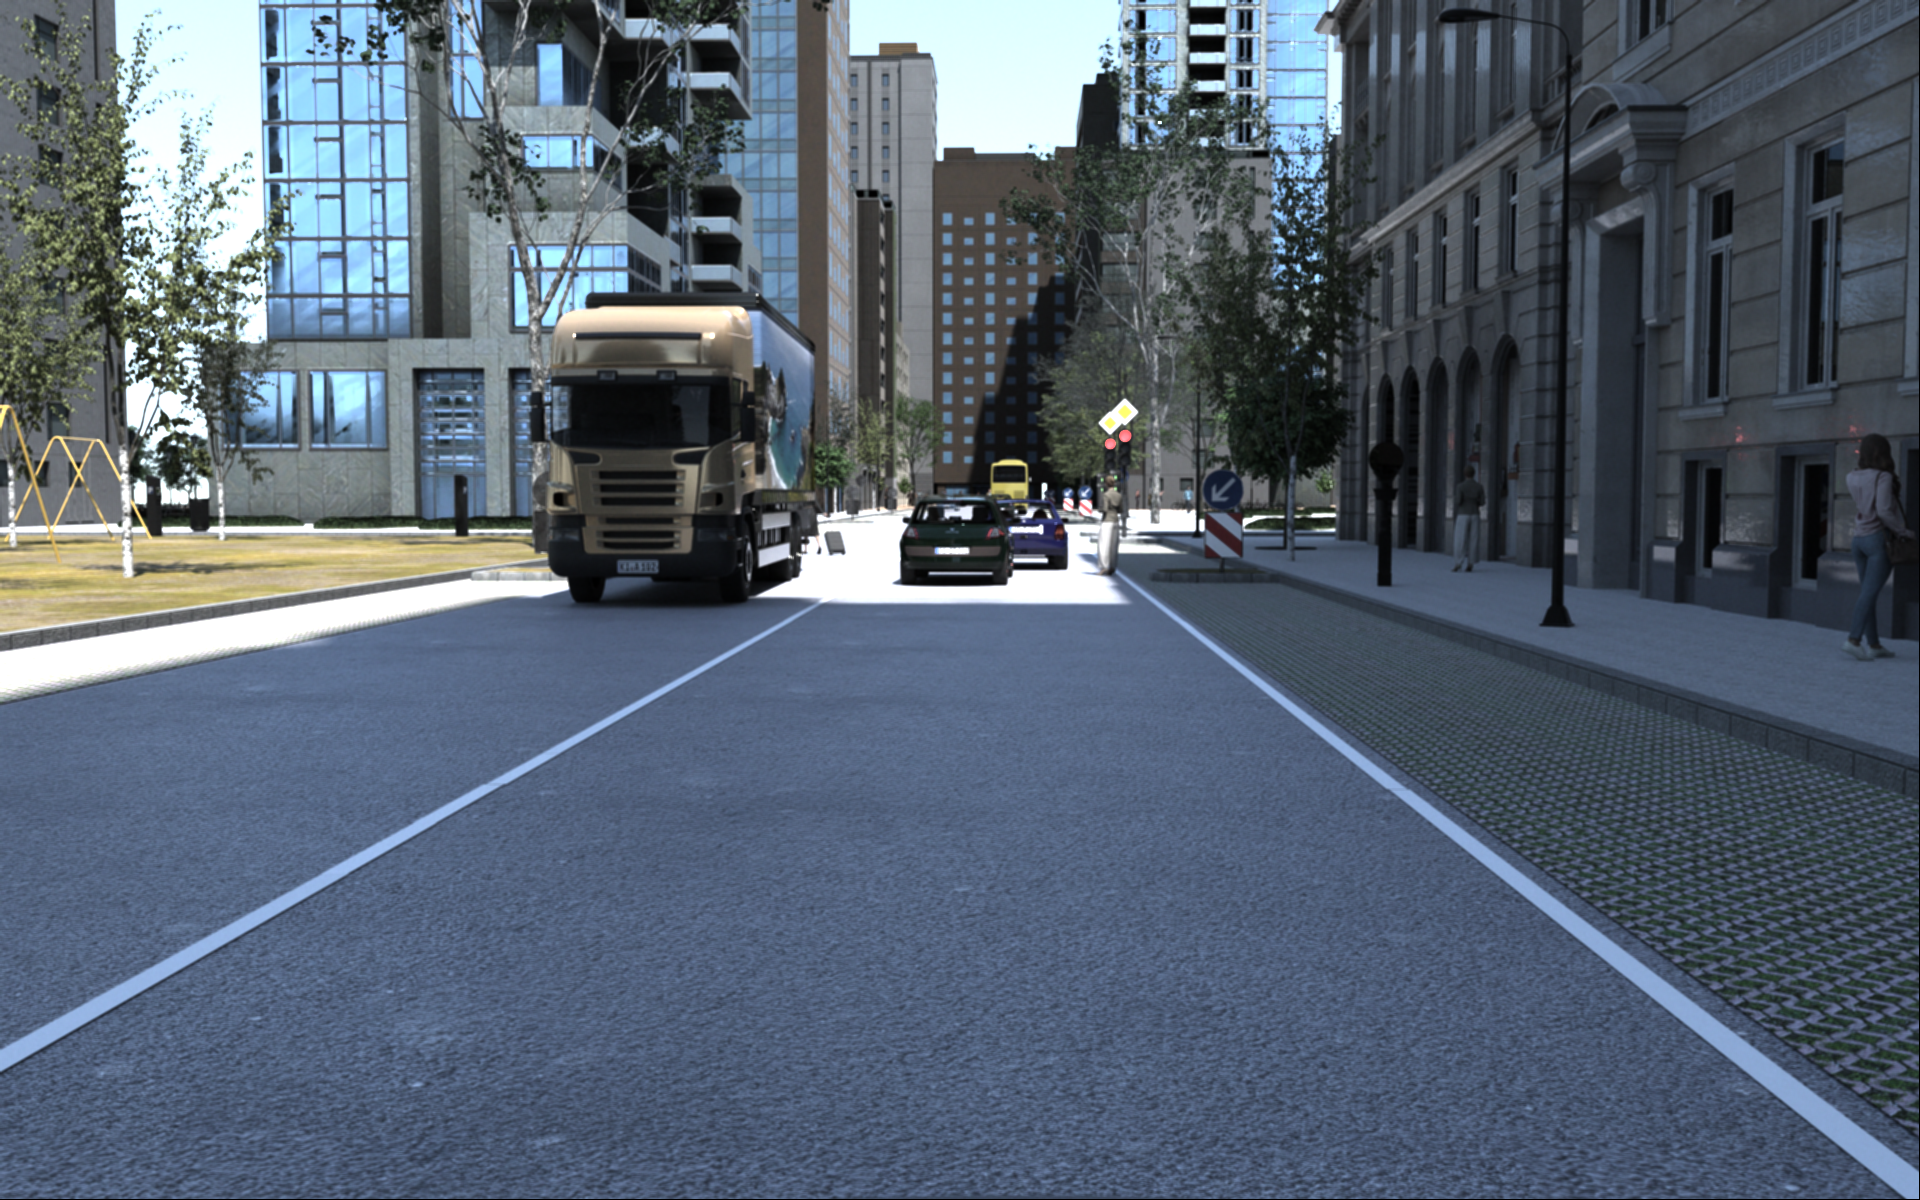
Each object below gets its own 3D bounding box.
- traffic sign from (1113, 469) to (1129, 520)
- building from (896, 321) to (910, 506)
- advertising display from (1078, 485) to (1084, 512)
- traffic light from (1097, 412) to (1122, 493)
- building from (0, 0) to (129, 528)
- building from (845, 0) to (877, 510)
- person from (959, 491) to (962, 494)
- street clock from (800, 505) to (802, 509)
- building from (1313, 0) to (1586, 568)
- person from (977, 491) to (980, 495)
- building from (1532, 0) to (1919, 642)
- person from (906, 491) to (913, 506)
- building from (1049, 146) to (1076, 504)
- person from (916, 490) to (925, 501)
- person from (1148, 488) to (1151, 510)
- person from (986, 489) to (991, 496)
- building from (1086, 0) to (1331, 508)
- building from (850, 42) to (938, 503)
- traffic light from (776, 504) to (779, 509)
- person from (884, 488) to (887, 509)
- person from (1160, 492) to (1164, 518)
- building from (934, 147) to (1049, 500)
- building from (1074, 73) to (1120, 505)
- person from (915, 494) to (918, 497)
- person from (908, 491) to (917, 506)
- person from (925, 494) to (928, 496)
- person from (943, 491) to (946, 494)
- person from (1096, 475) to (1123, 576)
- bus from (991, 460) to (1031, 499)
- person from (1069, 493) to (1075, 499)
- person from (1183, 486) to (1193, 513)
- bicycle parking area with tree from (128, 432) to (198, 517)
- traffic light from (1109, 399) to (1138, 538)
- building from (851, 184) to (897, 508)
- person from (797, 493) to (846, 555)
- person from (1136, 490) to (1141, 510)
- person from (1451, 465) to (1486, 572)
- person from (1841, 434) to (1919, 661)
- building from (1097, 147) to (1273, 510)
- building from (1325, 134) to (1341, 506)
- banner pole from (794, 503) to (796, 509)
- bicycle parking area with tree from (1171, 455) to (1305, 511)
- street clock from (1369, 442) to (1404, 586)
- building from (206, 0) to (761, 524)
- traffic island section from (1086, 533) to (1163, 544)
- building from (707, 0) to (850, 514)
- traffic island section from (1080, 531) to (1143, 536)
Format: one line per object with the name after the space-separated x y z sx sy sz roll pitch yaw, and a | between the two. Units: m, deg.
7.869 -5.172 84.662 0.768 2.556 0.104 0 4 6 | traffic sign
-20.926 -21.438 195.557 28.899 21.520 27.650 0 4 2 | building
8.832 -7.427 126.642 0.123 1.923 0.974 1 4 23 | advertising display
5.081 -4.285 58.977 0.839 4.253 0.868 0 4 2 | traffic light
-43.114 -18.108 67.770 14.107 30.474 14.160 0 4 2 | building
-17.598 -43.244 145.295 20.563 71.187 20.611 0 4 2 | building
0.100 -11.508 196.665 0.705 1.822 1.348 0 4 -7 | person
-7.699 -4.796 82.989 0.358 2.002 0.471 -2 4 -26 | street clock
16.047 -11.900 36.371 13.314 21.916 24.055 0 4 2 | building
2.158 -12.124 207.454 1.217 1.743 0.721 -2 4 -33 | person
14.424 -13.932 13.687 13.634 28.700 20.117 0 4 2 | building
-5.296 -10.919 185.122 0.990 1.755 0.434 2 4 30 | person
18.201 -35.217 225.903 14.200 45.320 14.600 0 4 2 | building
-4.921 -12.436 209.458 1.350 1.814 0.705 0 4 2 | person
15.000 -7.956 136.854 0.721 1.736 1.217 1 4 14 | person
2.233 -7.713 134.524 0.836 1.842 0.656 2 4 30 | person
24.280 -52.368 168.880 22.319 86.520 31.000 0 4 2 | building
-17.113 -42.086 230.112 28.212 58.520 21.231 0 4 2 | building
-6.275 -4.306 59.326 0.839 4.253 0.868 0 4 2 | traffic light
-6.222 -8.635 147.362 0.705 1.807 1.348 1 4 15 | person
10.891 -5.409 94.841 0.716 1.782 0.532 3 5 44 | person
4.010 -35.249 226.435 14.200 45.320 14.600 0 4 2 | building
24.083 -35.022 196.310 21.300 48.544 21.600 0 4 2 | building
-5.154 -11.146 188.963 1.217 1.739 0.721 1 4 22 | person
-5.149 -11.026 187.044 1.217 1.736 0.721 3 4 36 | person
-2.750 -8.303 147.483 0.599 1.433 0.991 -2 4 -32 | person
-1.574 -9.996 172.382 0.683 1.767 0.568 0 4 -5 | person
2.615 -1.312 30.493 0.519 1.759 0.362 -3 5 -40 | person
3.593 -8.042 123.028 2.896 3.916 12.252 0 4 3 | bus
11.020 -9.915 171.393 0.697 1.427 0.421 0 4 -5 | person
15.249 -6.695 115.373 0.638 1.841 0.748 3 5 41 | person
-37.850 -5.853 82.705 9.016 4.147 8.231 1 4 20 | bicycle parking area with tree
4.824 -3.797 50.996 0.839 4.253 0.868 0 4 2 | traffic light
-13.464 -23.978 163.740 14.160 30.474 14.107 0 4 2 | building
-3.355 -1.969 40.904 0.699 1.804 1.509 -2 4 -33 | person
14.206 -7.975 137.898 0.415 1.643 0.593 -1 4 -22 | person
8.389 -1.346 28.602 0.519 1.759 0.362 0 4 -1 | person
7.082 -0.418 13.469 0.643 1.750 0.593 -1 4 -11 | person
18.752 -23.030 148.245 14.160 30.474 14.107 0 4 2 | building
48.724 -31.543 199.314 14.086 41.232 14.154 0 4 2 | building
-7.328 -5.296 76.603 0.401 3.779 0.863 0 4 4 | banner pole
20.092 -8.487 125.768 9.016 4.147 8.231 0 4 2 | bicycle parking area with tree
5.926 -1.196 24.126 0.471 2.002 0.358 1 4 12 | street clock
-21.357 -47.236 84.979 22.319 86.520 31.000 0 4 2 | building
4.864 -1.763 51.109 2.009 0.180 2.903 0 4 2 | traffic island section
-15.042 -28.531 116.593 14.600 45.320 14.200 0 4 2 | building
5.121 -2.251 59.090 2.009 0.180 2.903 0 4 2 | traffic island section
